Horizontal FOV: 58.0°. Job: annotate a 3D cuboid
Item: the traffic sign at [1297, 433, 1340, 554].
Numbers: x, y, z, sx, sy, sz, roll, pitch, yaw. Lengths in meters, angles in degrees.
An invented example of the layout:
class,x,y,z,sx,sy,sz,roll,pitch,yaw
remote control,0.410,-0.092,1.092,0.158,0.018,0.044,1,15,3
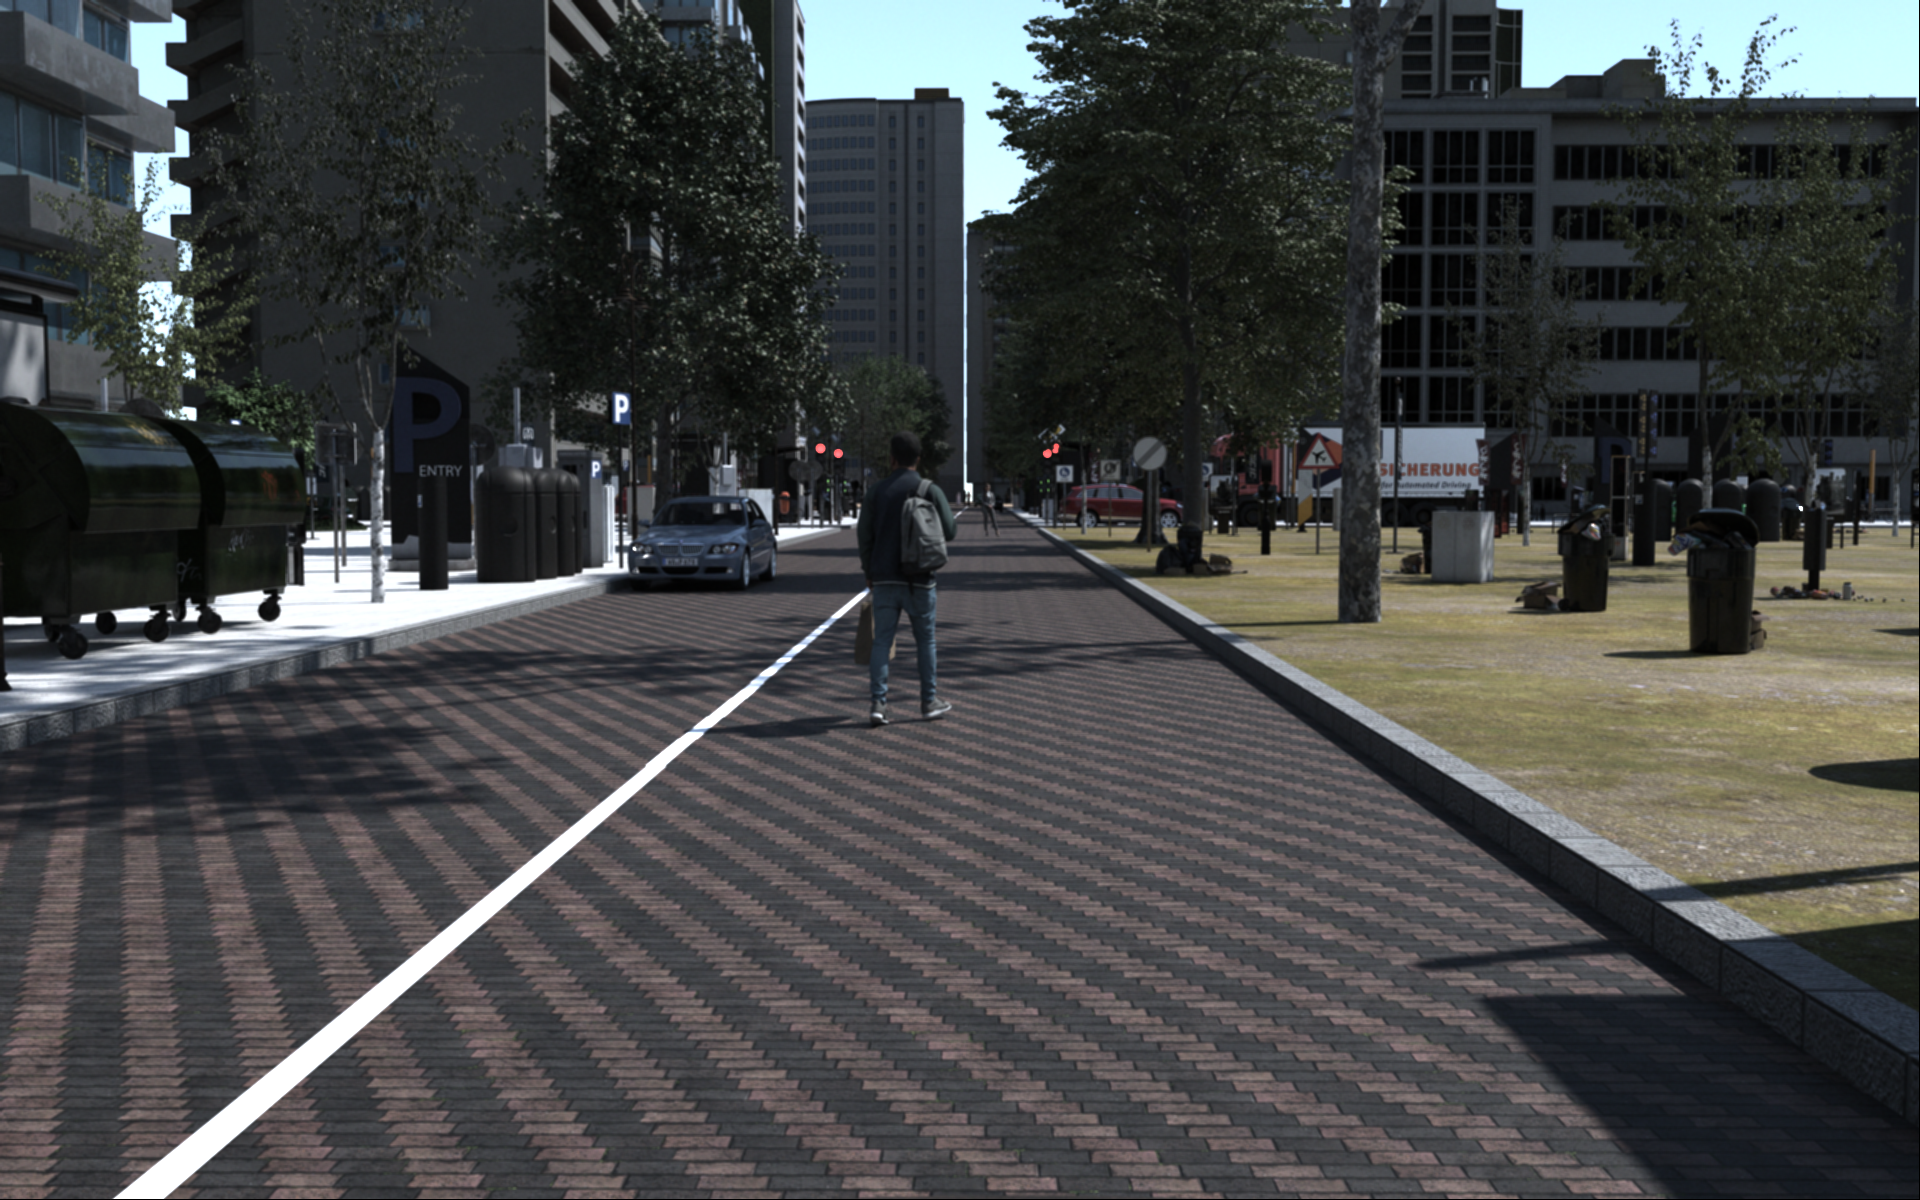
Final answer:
class,x,y,z,sx,sy,sz,roll,pitch,yaw
traffic sign,7.595,-2.245,36.709,0.884,2.594,0.081,1,4,9

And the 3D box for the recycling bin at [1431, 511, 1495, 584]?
class,x,y,z,sx,sy,sz,roll,pitch,yaw
recycling bin,7.333,-0.777,25.254,0.722,1.027,0.722,2,4,33

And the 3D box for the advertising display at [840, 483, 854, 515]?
class,x,y,z,sx,sy,sz,roll,pitch,yaw
advertising display,-6.488,-5.717,98.683,0.974,1.923,0.123,1,4,14

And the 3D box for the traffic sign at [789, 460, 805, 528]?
class,x,y,z,sx,sy,sz,roll,pitch,yaw
traffic sign,-6.023,-3.953,64.739,0.768,2.556,0.104,0,4,5

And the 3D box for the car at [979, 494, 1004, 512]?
class,x,y,z,sx,sy,sz,roll,pitch,yaw
car,2.559,-7.872,138.492,2.009,1.686,4.222,0,4,1

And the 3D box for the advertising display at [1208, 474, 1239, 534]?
class,x,y,z,sx,sy,sz,roll,pitch,yaw
advertising display,8.482,-3.091,55.752,0.974,1.923,0.123,0,4,-4

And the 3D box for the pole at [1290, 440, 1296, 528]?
class,x,y,z,sx,sy,sz,roll,pitch,yaw
pole,12.549,-4.368,65.255,0.158,3.312,0.155,0,3,0

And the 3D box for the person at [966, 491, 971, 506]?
class,x,y,z,sx,sy,sz,roll,pitch,yaw
person,0.963,-11.769,200.856,0.705,1.831,1.348,-2,4,-35

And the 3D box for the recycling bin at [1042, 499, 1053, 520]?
class,x,y,z,sx,sy,sz,roll,pitch,yaw
recycling bin,4.432,-4.460,85.471,0.722,1.027,0.722,0,4,-3

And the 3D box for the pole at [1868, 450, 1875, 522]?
class,x,y,z,sx,sy,sz,roll,pitch,yaw
pole,41.907,-5.245,79.605,0.158,3.312,0.155,0,3,0

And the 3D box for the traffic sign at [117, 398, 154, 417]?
class,x,y,z,sx,sy,sz,roll,pitch,yaw
traffic sign,-10.890,-1.402,23.031,0.768,2.556,0.104,0,4,7

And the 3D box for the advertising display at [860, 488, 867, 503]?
class,x,y,z,sx,sy,sz,roll,pitch,yaw
advertising display,-6.982,-7.620,129.793,0.974,1.923,0.123,0,4,-1

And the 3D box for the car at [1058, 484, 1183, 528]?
class,x,y,z,sx,sy,sz,roll,pitch,yaw
car,6.514,-3.657,68.471,5.304,1.827,2.281,0,4,1

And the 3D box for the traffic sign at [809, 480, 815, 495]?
class,x,y,z,sx,sy,sz,roll,pitch,yaw
traffic sign,-8.542,-5.906,98.684,0.606,2.300,0.079,0,4,2

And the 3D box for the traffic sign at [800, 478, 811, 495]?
class,x,y,z,sx,sy,sz,roll,pitch,yaw
traffic sign,-8.670,-5.886,96.335,0.768,2.556,0.104,0,4,7

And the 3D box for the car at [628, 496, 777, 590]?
class,x,y,z,sx,sy,sz,roll,pitch,yaw
car,-3.982,-0.940,27.370,2.014,1.417,4.499,0,4,2

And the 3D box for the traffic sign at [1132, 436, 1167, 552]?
class,x,y,z,sx,sy,sz,roll,pitch,yaw
traffic sign,4.182,-2.332,38.240,0.768,2.556,0.104,1,4,9

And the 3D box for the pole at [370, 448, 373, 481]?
class,x,y,z,sx,sy,sz,roll,pitch,yaw
pole,-25.868,-5.049,76.395,0.158,3.312,0.155,0,3,0

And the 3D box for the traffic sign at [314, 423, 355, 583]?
class,x,y,z,sx,sy,sz,roll,pitch,yaw
traffic sign,-9.016,-1.399,25.004,0.606,2.300,0.079,0,4,6

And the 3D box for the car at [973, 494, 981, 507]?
class,x,y,z,sx,sy,sz,roll,pitch,yaw
car,2.529,-11.130,193.765,2.131,1.459,4.920,0,4,1

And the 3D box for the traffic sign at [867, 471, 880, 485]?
class,x,y,z,sx,sy,sz,roll,pitch,yaw
traffic sign,-4.906,-6.063,99.137,0.884,2.594,0.081,1,4,10

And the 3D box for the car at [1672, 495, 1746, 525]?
class,x,y,z,sx,sy,sz,roll,pitch,yaw
car,28.803,-3.664,68.696,4.718,1.807,1.959,0,4,2

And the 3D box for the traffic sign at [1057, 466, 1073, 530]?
class,x,y,z,sx,sy,sz,roll,pitch,yaw
traffic sign,3.719,-3.642,61.680,0.606,2.300,0.079,0,4,1

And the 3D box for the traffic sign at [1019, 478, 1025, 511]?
class,x,y,z,sx,sy,sz,roll,pitch,yaw
traffic sign,4.816,-7.878,128.814,0.884,2.594,0.081,0,4,8

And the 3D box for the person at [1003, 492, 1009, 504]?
class,x,y,z,sx,sy,sz,roll,pitch,yaw
person,6.059,-13.407,228.416,0.721,1.735,1.217,-3,5,-44

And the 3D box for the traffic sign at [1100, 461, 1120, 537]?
class,x,y,z,sx,sy,sz,roll,pitch,yaw
traffic sign,4.493,-3.043,51.875,0.606,2.300,0.079,1,4,9

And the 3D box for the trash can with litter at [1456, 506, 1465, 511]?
class,x,y,z,sx,sy,sz,roll,pitch,yaw
trash can with litter,40.644,-7.897,140.496,0.624,1.170,1.055,2,4,29

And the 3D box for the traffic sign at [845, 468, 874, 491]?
class,x,y,z,sx,sy,sz,roll,pitch,yaw
traffic sign,-7.788,-8.544,133.570,2.265,3.308,0.079,0,4,2

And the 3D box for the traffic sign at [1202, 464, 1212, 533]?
class,x,y,z,sx,sy,sz,roll,pitch,yaw
traffic sign,7.983,-3.346,56.837,0.606,2.300,0.079,1,4,10

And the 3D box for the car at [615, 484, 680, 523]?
class,x,y,z,sx,sy,sz,roll,pitch,yaw
car,-11.154,-3.680,68.849,5.304,1.827,2.281,0,4,-1

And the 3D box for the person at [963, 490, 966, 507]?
class,x,y,z,sx,sy,sz,roll,pitch,yaw
person,0.528,-11.616,198.058,0.705,1.869,1.348,0,4,1

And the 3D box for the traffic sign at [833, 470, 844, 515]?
class,x,y,z,sx,sy,sz,roll,pitch,yaw
traffic sign,-6.351,-5.444,89.109,0.768,2.556,0.104,0,4,5

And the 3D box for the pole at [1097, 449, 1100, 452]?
class,x,y,z,sx,sy,sz,roll,pitch,yaw
pole,6.168,-5.137,77.832,0.158,3.312,0.155,0,3,0

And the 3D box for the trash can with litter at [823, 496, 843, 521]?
class,x,y,z,sx,sy,sz,roll,pitch,yaw
trash can with litter,-6.073,-4.345,82.431,1.055,1.170,0.624,1,4,16

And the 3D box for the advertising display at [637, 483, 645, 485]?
class,x,y,z,sx,sy,sz,roll,pitch,yaw
advertising display,-18.651,-5.867,101.132,0.974,1.923,0.123,3,4,37

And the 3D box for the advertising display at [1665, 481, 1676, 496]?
class,x,y,z,sx,sy,sz,roll,pitch,yaw
advertising display,34.031,-4.784,83.426,0.123,1.923,0.974,-1,4,-23

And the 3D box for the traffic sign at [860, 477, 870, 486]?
class,x,y,z,sx,sy,sz,roll,pitch,yaw
traffic sign,-7.000,-7.815,127.880,0.768,2.556,0.104,0,4,3

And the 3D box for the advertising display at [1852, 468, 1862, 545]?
class,x,y,z,sx,sy,sz,roll,pitch,yaw
advertising display,22.627,-2.355,43.717,0.123,1.923,0.974,2,4,23

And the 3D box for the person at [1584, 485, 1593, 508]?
class,x,y,z,sx,sy,sz,roll,pitch,yaw
person,24.548,-3.579,67.008,0.794,1.824,0.713,-3,4,-38

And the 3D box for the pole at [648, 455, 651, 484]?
class,x,y,z,sx,sy,sz,roll,pitch,yaw
pole,-16.260,-5.923,90.687,0.158,3.312,0.155,0,3,0

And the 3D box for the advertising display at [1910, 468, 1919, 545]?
class,x,y,z,sx,sy,sz,roll,pitch,yaw
advertising display,24.330,-2.332,43.334,0.974,1.923,0.123,1,4,14

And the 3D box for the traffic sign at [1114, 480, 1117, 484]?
class,x,y,z,sx,sy,sz,roll,pitch,yaw
traffic sign,9.323,-6.547,107.154,0.768,2.556,0.104,1,4,10

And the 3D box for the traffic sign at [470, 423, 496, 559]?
class,x,y,z,sx,sy,sz,roll,pitch,yaw
traffic sign,-8.748,-1.905,31.246,0.768,2.556,0.104,0,4,1

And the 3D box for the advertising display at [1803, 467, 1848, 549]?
class,x,y,z,sx,sy,sz,roll,pitch,yaw
advertising display,20.356,-2.174,40.760,0.974,1.923,0.123,0,4,-2

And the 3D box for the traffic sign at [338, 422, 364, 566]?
class,x,y,z,sx,sy,sz,roll,pitch,yaw
traffic sign,-10.927,-1.868,30.652,0.768,2.556,0.104,0,4,5

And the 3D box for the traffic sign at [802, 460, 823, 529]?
class,x,y,z,sx,sy,sz,roll,pitch,yaw
traffic sign,-5.484,-3.925,64.278,0.768,2.556,0.104,0,4,6

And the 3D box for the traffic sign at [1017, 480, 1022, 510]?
class,x,y,z,sx,sy,sz,roll,pitch,yaw
traffic sign,5.057,-8.640,141.363,0.768,2.556,0.104,0,4,4

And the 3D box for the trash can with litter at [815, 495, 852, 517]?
class,x,y,z,sx,sy,sz,roll,pitch,yaw
trash can with litter,-7.788,-5.869,107.019,2.233,1.210,1.678,0,4,2

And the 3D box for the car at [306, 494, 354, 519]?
class,x,y,z,sx,sy,sz,roll,pitch,yaw
car,-26.317,-3.617,68.929,4.222,1.686,2.009,0,4,-1

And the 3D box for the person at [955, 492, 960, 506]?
class,x,y,z,sx,sy,sz,roll,pitch,yaw
person,-0.214,-12.394,211.805,0.621,1.740,0.551,3,5,40

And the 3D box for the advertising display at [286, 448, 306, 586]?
class,x,y,z,sx,sy,sz,roll,pitch,yaw
advertising display,-9.428,-1.180,24.514,0.123,1.923,0.974,-2,4,-33
